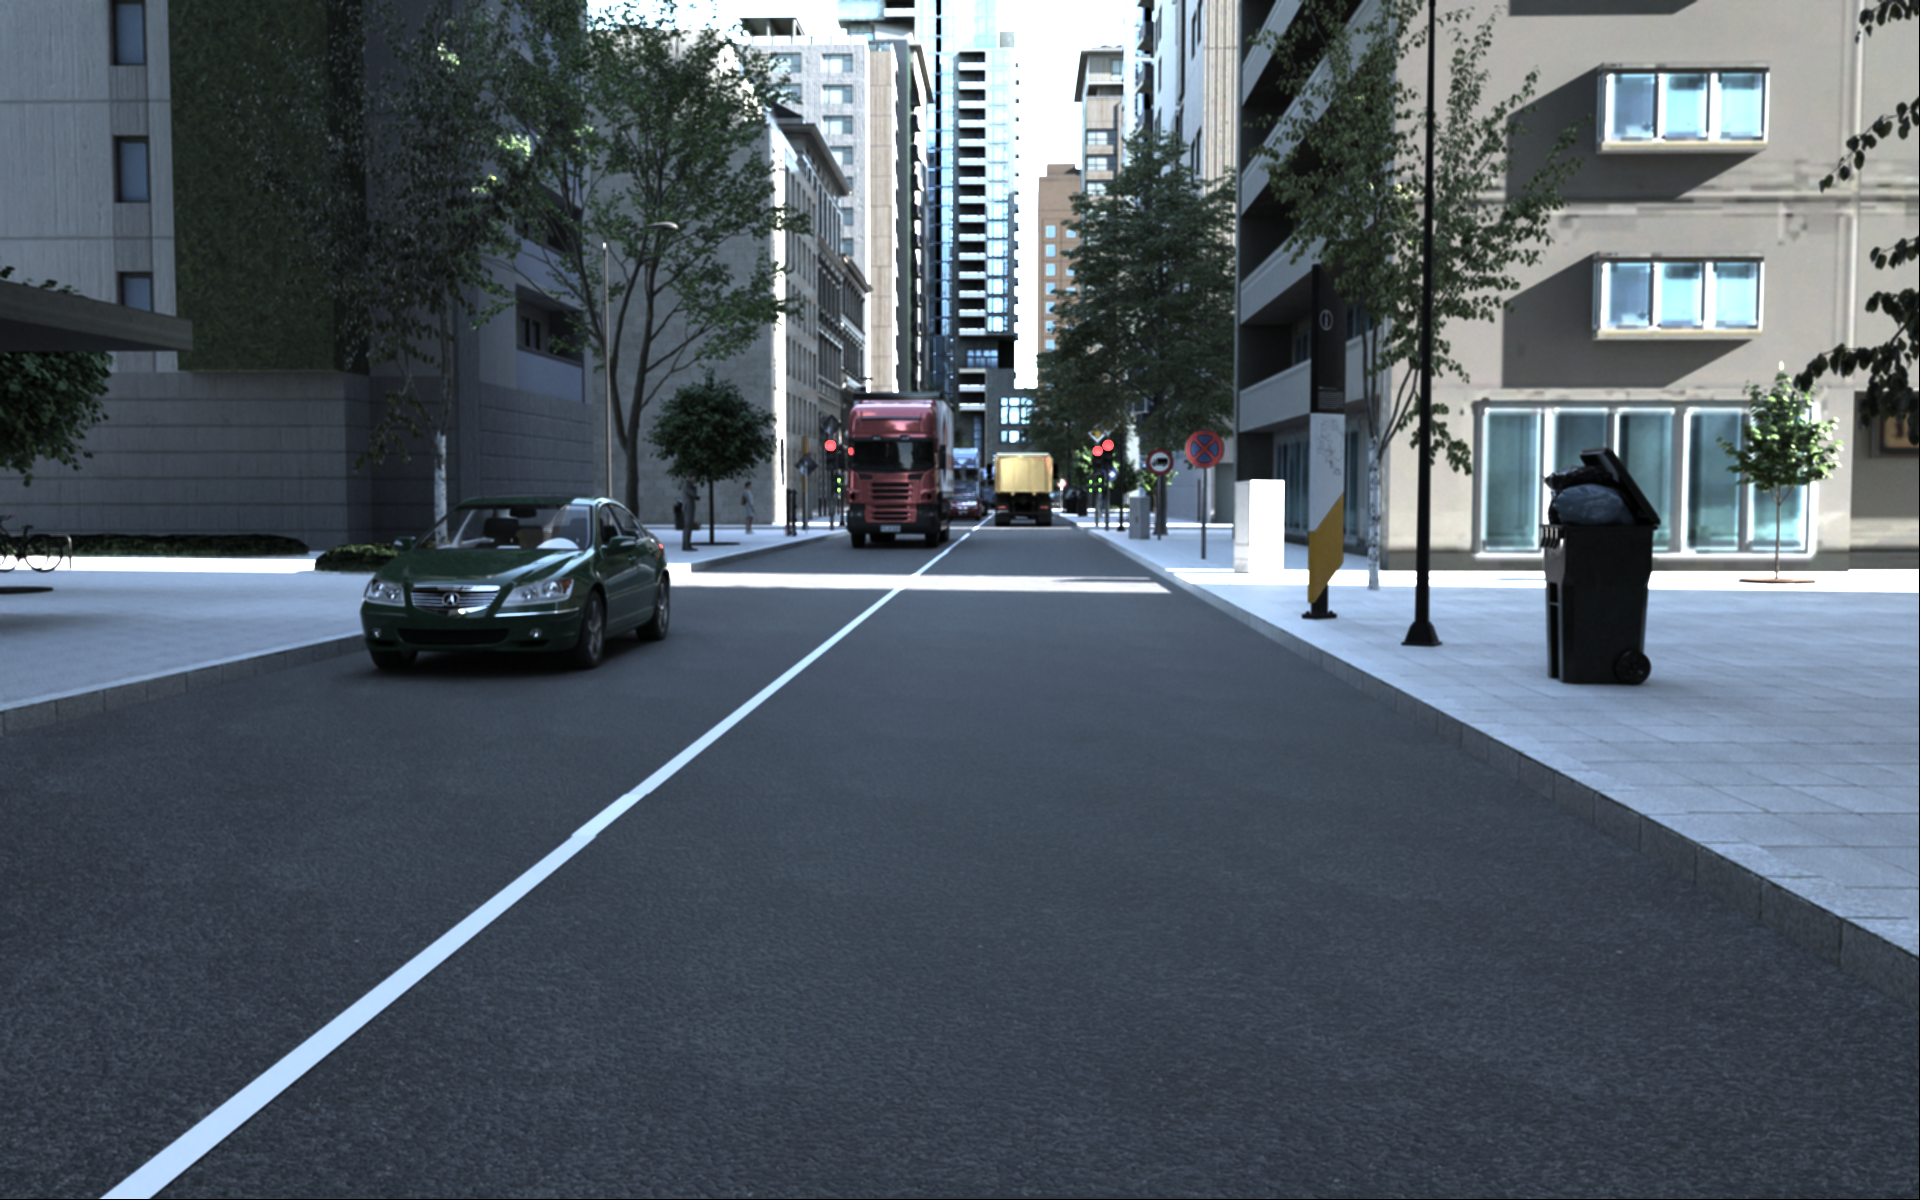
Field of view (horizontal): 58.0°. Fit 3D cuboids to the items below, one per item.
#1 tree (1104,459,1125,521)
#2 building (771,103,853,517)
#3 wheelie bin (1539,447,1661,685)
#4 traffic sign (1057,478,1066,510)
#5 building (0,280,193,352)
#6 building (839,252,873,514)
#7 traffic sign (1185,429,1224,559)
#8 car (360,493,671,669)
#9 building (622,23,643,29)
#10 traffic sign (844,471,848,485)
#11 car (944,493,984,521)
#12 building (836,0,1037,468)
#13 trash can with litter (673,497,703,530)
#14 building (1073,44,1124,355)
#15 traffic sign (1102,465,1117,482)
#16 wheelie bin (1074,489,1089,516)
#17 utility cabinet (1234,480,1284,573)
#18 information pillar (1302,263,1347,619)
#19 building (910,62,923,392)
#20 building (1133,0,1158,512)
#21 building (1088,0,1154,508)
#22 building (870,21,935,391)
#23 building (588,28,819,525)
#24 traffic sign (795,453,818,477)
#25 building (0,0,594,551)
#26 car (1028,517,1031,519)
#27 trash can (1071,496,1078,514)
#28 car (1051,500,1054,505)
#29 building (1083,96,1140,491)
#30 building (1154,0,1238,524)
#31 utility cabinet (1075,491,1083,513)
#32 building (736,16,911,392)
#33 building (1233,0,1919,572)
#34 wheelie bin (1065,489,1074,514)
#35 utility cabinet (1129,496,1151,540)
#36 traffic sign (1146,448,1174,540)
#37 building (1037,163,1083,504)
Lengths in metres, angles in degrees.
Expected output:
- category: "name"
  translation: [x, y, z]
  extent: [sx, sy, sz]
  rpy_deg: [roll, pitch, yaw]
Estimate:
- category: "tree"
  translation: [7.763, -5.322, 81.623]
  extent: [1.663, 3.219, 1.824]
  rpy_deg: [0, 3, 0]
- category: "building"
  translation: [-12.514, -16.499, 98.629]
  extent: [11.050, 23.489, 19.941]
  rpy_deg: [0, 4, 2]
- category: "wheelie bin"
  translation: [4.351, -0.241, 11.856]
  extent: [0.693, 1.594, 0.980]
  rpy_deg: [0, 4, 4]
- category: "traffic sign"
  translation: [8.305, -8.665, 141.779]
  extent: [0.768, 2.556, 0.104]
  rpy_deg: [0, 4, 4]
- category: "building"
  translation: [-21.920, -25.349, 3.692]
  extent: [28.713, 52.752, 27.495]
  rpy_deg: [0, 4, 2]
- category: "building"
  translation: [-11.988, -15.517, 118.333]
  extent: [10.561, 19.102, 19.286]
  rpy_deg: [0, 4, 2]
- category: "traffic sign"
  translation: [4.813, -2.083, 34.157]
  extent: [0.768, 2.556, 0.104]
  rpy_deg: [0, 4, 6]
- category: "car"
  translation: [-3.852, -0.238, 15.693]
  extent: [2.131, 1.459, 4.920]
  rpy_deg: [0, 4, 2]
- category: "building"
  translation: [-44.820, -37.571, 203.525]
  extent: [27.495, 52.752, 28.713]
  rpy_deg: [0, 4, 2]
- category: "traffic sign"
  translation: [-4.869, -4.602, 77.377]
  extent: [0.606, 2.300, 0.079]
  rpy_deg: [0, 4, 5]
- category: "car"
  translation: [0.219, -5.223, 94.433]
  extent: [2.155, 1.783, 4.494]
  rpy_deg: [0, 4, 2]
- category: "building"
  translation: [-4.805, -56.729, 240.189]
  extent: [31.000, 86.520, 22.319]
  rpy_deg: [0, 4, 2]
- category: "trash can with litter"
  translation: [-9.628, -3.059, 61.398]
  extent: [1.055, 1.170, 0.624]
  rpy_deg: [0, 4, 5]
- category: "building"
  translation: [27.879, -37.467, 201.827]
  extent: [28.713, 52.752, 27.495]
  rpy_deg: [0, 4, 2]
- category: "traffic sign"
  translation: [6.228, -4.449, 72.845]
  extent: [0.768, 2.556, 0.104]
  rpy_deg: [0, 4, 6]
- category: "wheelie bin"
  translation: [7.176, -5.692, 100.973]
  extent: [0.693, 1.594, 0.980]
  rpy_deg: [0, 4, 5]
- category: "utility cabinet"
  translation: [4.845, -1.189, 28.121]
  extent: [0.318, 1.500, 1.173]
  rpy_deg: [3, 4, 36]
- category: "information pillar"
  translation: [3.778, -1.621, 17.850]
  extent: [0.504, 3.616, 0.183]
  rpy_deg: [-3, 5, -40]
- category: "building"
  translation: [-15.133, -31.758, 173.875]
  extent: [22.147, 44.769, 28.867]
  rpy_deg: [0, 4, 2]
- category: "building"
  translation: [23.357, -28.318, 117.619]
  extent: [22.147, 44.769, 28.867]
  rpy_deg: [0, 4, 2]
- category: "building"
  translation: [23.597, -51.645, 157.059]
  extent: [22.319, 86.520, 31.000]
  rpy_deg: [0, 4, 2]
- category: "building"
  translation: [-17.326, -37.541, 203.032]
  extent: [27.495, 52.752, 28.713]
  rpy_deg: [0, 4, 2]
- category: "building"
  translation: [-12.705, -13.776, 79.988]
  extent: [10.420, 20.320, 16.860]
  rpy_deg: [0, 4, 2]
- category: "traffic sign"
  translation: [-4.973, -3.436, 55.914]
  extent: [0.795, 2.593, 0.064]
  rpy_deg: [1, 4, 12]
- category: "building"
  translation: [-25.383, -30.914, 47.450]
  extent: [28.212, 58.520, 21.231]
  rpy_deg: [0, 4, 2]
- category: "car"
  translation: [3.287, -5.372, 99.828]
  extent: [2.014, 1.417, 4.499]
  rpy_deg: [0, 4, 3]
- category: "trash can"
  translation: [7.473, -6.054, 110.644]
  extent: [0.748, 1.137, 0.748]
  rpy_deg: [0, 3, 0]
- category: "car"
  translation: [4.982, -6.016, 110.370]
  extent: [2.014, 1.417, 4.499]
  rpy_deg: [0, 4, 4]
- category: "building"
  translation: [19.911, -30.429, 181.104]
  extent: [14.154, 41.232, 14.086]
  rpy_deg: [0, 4, 2]
- category: "building"
  translation: [23.348, -30.211, 83.181]
  extent: [27.495, 52.752, 28.713]
  rpy_deg: [0, 4, 2]
- category: "utility cabinet"
  translation: [7.760, -6.506, 115.057]
  extent: [1.173, 1.500, 0.318]
  rpy_deg: [3, 5, 43]
- category: "building"
  translation: [-11.697, -28.617, 151.485]
  extent: [14.154, 41.232, 14.086]
  rpy_deg: [0, 4, 2]
- category: "building"
  translation: [18.096, -25.298, 37.317]
  extent: [21.300, 48.544, 21.600]
  rpy_deg: [0, 4, 2]
- category: "wheelie bin"
  translation: [7.264, -6.423, 112.922]
  extent: [0.693, 1.594, 0.980]
  rpy_deg: [-2, 4, -29]
- category: "utility cabinet"
  translation: [5.100, -2.334, 49.320]
  extent: [0.306, 1.237, 1.020]
  rpy_deg: [-1, 4, -14]
- category: "traffic sign"
  translation: [5.540, -2.934, 48.082]
  extent: [0.768, 2.556, 0.104]
  rpy_deg: [0, 4, 3]
- category: "building"
  translation: [17.655, -35.894, 236.984]
  extent: [14.200, 45.320, 14.600]
  rpy_deg: [0, 4, 2]
